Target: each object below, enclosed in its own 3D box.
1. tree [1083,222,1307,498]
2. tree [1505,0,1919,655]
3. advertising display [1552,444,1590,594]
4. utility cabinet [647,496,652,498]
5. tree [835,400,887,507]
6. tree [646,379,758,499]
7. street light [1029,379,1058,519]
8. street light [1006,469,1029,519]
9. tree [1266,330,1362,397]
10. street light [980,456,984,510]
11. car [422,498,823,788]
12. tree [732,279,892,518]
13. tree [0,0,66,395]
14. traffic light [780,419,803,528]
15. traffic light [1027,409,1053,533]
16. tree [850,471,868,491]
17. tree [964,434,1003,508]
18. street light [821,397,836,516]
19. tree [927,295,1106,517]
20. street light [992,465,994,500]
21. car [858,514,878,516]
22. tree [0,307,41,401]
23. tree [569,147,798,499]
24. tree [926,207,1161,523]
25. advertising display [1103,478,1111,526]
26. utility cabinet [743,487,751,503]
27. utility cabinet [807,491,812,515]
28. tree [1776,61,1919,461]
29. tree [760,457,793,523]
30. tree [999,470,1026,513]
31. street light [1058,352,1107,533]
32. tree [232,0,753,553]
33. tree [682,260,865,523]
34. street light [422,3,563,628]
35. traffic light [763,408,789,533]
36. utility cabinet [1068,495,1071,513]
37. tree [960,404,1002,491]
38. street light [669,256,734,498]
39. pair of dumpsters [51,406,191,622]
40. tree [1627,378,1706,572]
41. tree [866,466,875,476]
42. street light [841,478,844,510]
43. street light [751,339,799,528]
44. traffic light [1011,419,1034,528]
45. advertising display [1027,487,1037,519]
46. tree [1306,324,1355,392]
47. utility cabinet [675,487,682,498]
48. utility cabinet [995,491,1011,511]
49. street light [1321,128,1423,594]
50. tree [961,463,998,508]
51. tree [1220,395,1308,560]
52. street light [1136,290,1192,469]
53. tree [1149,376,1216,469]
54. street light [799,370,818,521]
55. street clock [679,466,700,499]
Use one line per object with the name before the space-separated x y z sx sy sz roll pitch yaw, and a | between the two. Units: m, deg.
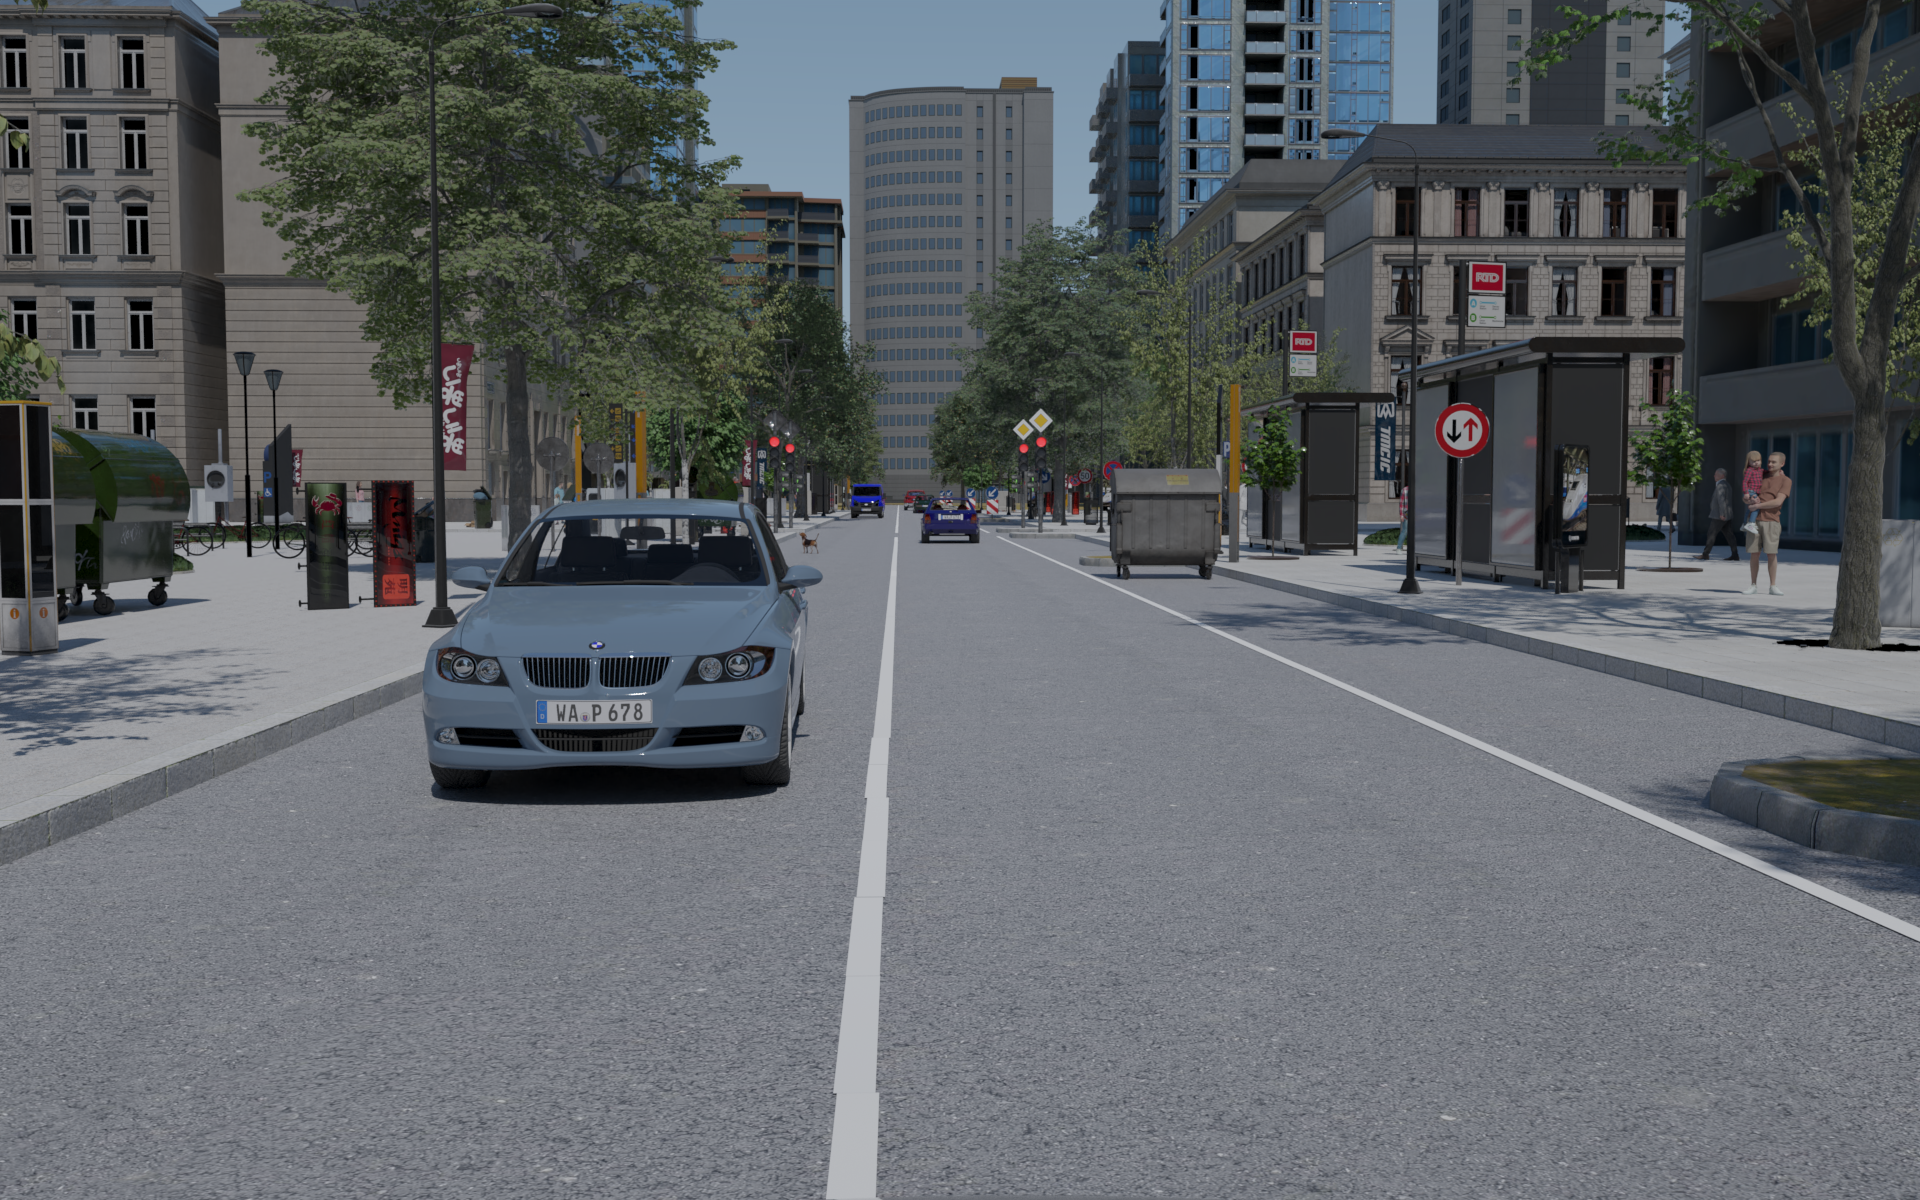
tree | 6.168 -5.939 47.464 4.737 8.622 4.395 0 3 0
tree | 7.375 -5.393 13.926 9.928 11.665 9.643 0 3 0
advertising display | 7.931 -1.056 22.484 0.123 1.923 0.974 3 5 39
utility cabinet | -11.679 -3.263 64.512 0.306 1.237 1.020 1 4 9
tree | -11.128 -15.500 171.545 7.486 12.596 7.792 0 3 0
tree | -7.031 -3.840 46.504 4.285 4.588 4.351 0 3 0
street light | 3.679 -5.961 70.010 1.470 5.913 1.316 0 4 -2
street light | 3.058 -7.049 87.791 1.470 5.913 1.316 0 4 -2
tree | 15.749 -7.757 77.190 4.360 8.622 3.978 0 3 0
street light | 1.790 -9.177 122.579 1.470 5.913 1.316 0 4 -2
car | -1.793 0.122 10.011 2.014 1.417 4.499 0 4 -4
tree | -8.510 -10.734 92.505 9.611 12.733 9.660 0 3 0
tree | -5.595 -3.498 7.549 4.737 8.622 4.395 0 3 0
traffic light | -6.302 -4.631 64.637 0.839 4.253 0.868 0 4 -2
traffic light | 2.632 -4.162 56.974 0.839 4.253 0.868 0 4 -2
tree | -11.639 -12.880 194.301 4.285 4.588 4.351 0 3 0
tree | 2.141 -12.896 161.210 4.737 8.622 4.395 0 3 0
street light | -6.795 -6.729 82.562 1.470 5.913 1.316 0 4 -2
tree | 4.100 -11.064 97.903 9.611 12.733 9.660 0 3 0
street light | 2.426 -8.115 105.222 1.470 5.913 1.316 0 4 -2
car | -5.901 -6.206 111.247 2.009 1.686 4.222 0 4 -2
tree | -13.855 -2.381 22.648 4.285 4.588 4.351 0 3 0
tree | -5.737 -5.330 37.503 4.737 8.622 4.395 0 3 0
tree | 4.346 -10.445 77.437 9.857 13.997 8.962 0 3 0
advertising display | 6.143 -3.960 69.966 0.974 1.923 0.123 0 3 0
utility cabinet | -6.630 -2.764 53.869 0.318 1.500 1.173 0 4 -4
utility cabinet | -9.207 -5.932 105.674 0.318 1.500 1.173 0 4 -4
tree | 15.877 -4.851 29.682 4.737 8.622 4.395 0 3 0
tree | -8.173 -5.114 78.209 1.663 3.219 1.824 0 3 0
tree | 3.712 -7.480 116.906 1.663 3.219 1.824 0 3 0
street light | 4.111 -5.158 56.873 1.470 5.913 1.316 0 4 -2
tree | -7.014 -6.571 25.570 7.486 12.596 7.792 0 3 0
tree | -7.582 -8.303 70.160 8.767 10.594 7.601 1 4 13
street light | -4.461 -2.692 16.555 1.470 5.913 1.316 0 4 -2
traffic light | -6.023 -4.143 56.657 0.839 4.253 0.868 0 4 -2
utility cabinet | 7.551 -6.517 117.717 0.306 1.237 1.020 0 4 -6
tree | 3.271 -12.122 132.606 7.601 10.594 8.767 0 4 3
street light | -5.094 -3.752 33.889 1.470 5.913 1.316 0 4 -2
pair of dumpsters | -9.522 -0.933 17.748 1.574 2.255 4.437 0 4 -2
tree | 11.906 -2.094 28.838 1.663 3.219 1.824 0 3 0
tree | -12.759 -16.261 216.229 4.360 8.622 3.978 0 3 0
street light | -7.348 -7.790 99.899 1.470 5.913 1.316 0 4 -2
street light | -5.713 -4.863 52.052 1.470 5.913 1.316 0 4 -2
traffic light | 2.353 -4.650 64.954 0.839 4.253 0.868 0 4 -2
advertising display | 3.725 -5.146 89.354 0.123 1.923 0.974 -2 4 -24
tree | 14.702 -7.435 71.921 4.737 8.622 4.395 0 3 0
utility cabinet | -8.786 -2.746 53.570 0.318 1.500 1.173 -1 4 -14
utility cabinet | 3.220 -7.354 128.922 1.173 1.500 0.318 -1 4 -14
street light | 5.280 -3.037 22.200 1.470 5.913 1.316 0 4 -2
tree | 1.693 -10.472 154.924 4.285 4.588 4.351 0 3 0
tree | 6.204 -2.416 34.110 1.663 3.219 1.824 0 3 0
street light | 4.695 -4.098 39.536 1.470 5.913 1.316 0 4 -2
tree | 13.195 -9.439 104.693 4.360 8.622 3.978 0 3 0
street light | -6.195 -5.640 64.761 1.470 5.913 1.316 0 4 -2
street clock | -6.835 -2.400 43.808 0.471 2.002 0.358 -2 4 -30
